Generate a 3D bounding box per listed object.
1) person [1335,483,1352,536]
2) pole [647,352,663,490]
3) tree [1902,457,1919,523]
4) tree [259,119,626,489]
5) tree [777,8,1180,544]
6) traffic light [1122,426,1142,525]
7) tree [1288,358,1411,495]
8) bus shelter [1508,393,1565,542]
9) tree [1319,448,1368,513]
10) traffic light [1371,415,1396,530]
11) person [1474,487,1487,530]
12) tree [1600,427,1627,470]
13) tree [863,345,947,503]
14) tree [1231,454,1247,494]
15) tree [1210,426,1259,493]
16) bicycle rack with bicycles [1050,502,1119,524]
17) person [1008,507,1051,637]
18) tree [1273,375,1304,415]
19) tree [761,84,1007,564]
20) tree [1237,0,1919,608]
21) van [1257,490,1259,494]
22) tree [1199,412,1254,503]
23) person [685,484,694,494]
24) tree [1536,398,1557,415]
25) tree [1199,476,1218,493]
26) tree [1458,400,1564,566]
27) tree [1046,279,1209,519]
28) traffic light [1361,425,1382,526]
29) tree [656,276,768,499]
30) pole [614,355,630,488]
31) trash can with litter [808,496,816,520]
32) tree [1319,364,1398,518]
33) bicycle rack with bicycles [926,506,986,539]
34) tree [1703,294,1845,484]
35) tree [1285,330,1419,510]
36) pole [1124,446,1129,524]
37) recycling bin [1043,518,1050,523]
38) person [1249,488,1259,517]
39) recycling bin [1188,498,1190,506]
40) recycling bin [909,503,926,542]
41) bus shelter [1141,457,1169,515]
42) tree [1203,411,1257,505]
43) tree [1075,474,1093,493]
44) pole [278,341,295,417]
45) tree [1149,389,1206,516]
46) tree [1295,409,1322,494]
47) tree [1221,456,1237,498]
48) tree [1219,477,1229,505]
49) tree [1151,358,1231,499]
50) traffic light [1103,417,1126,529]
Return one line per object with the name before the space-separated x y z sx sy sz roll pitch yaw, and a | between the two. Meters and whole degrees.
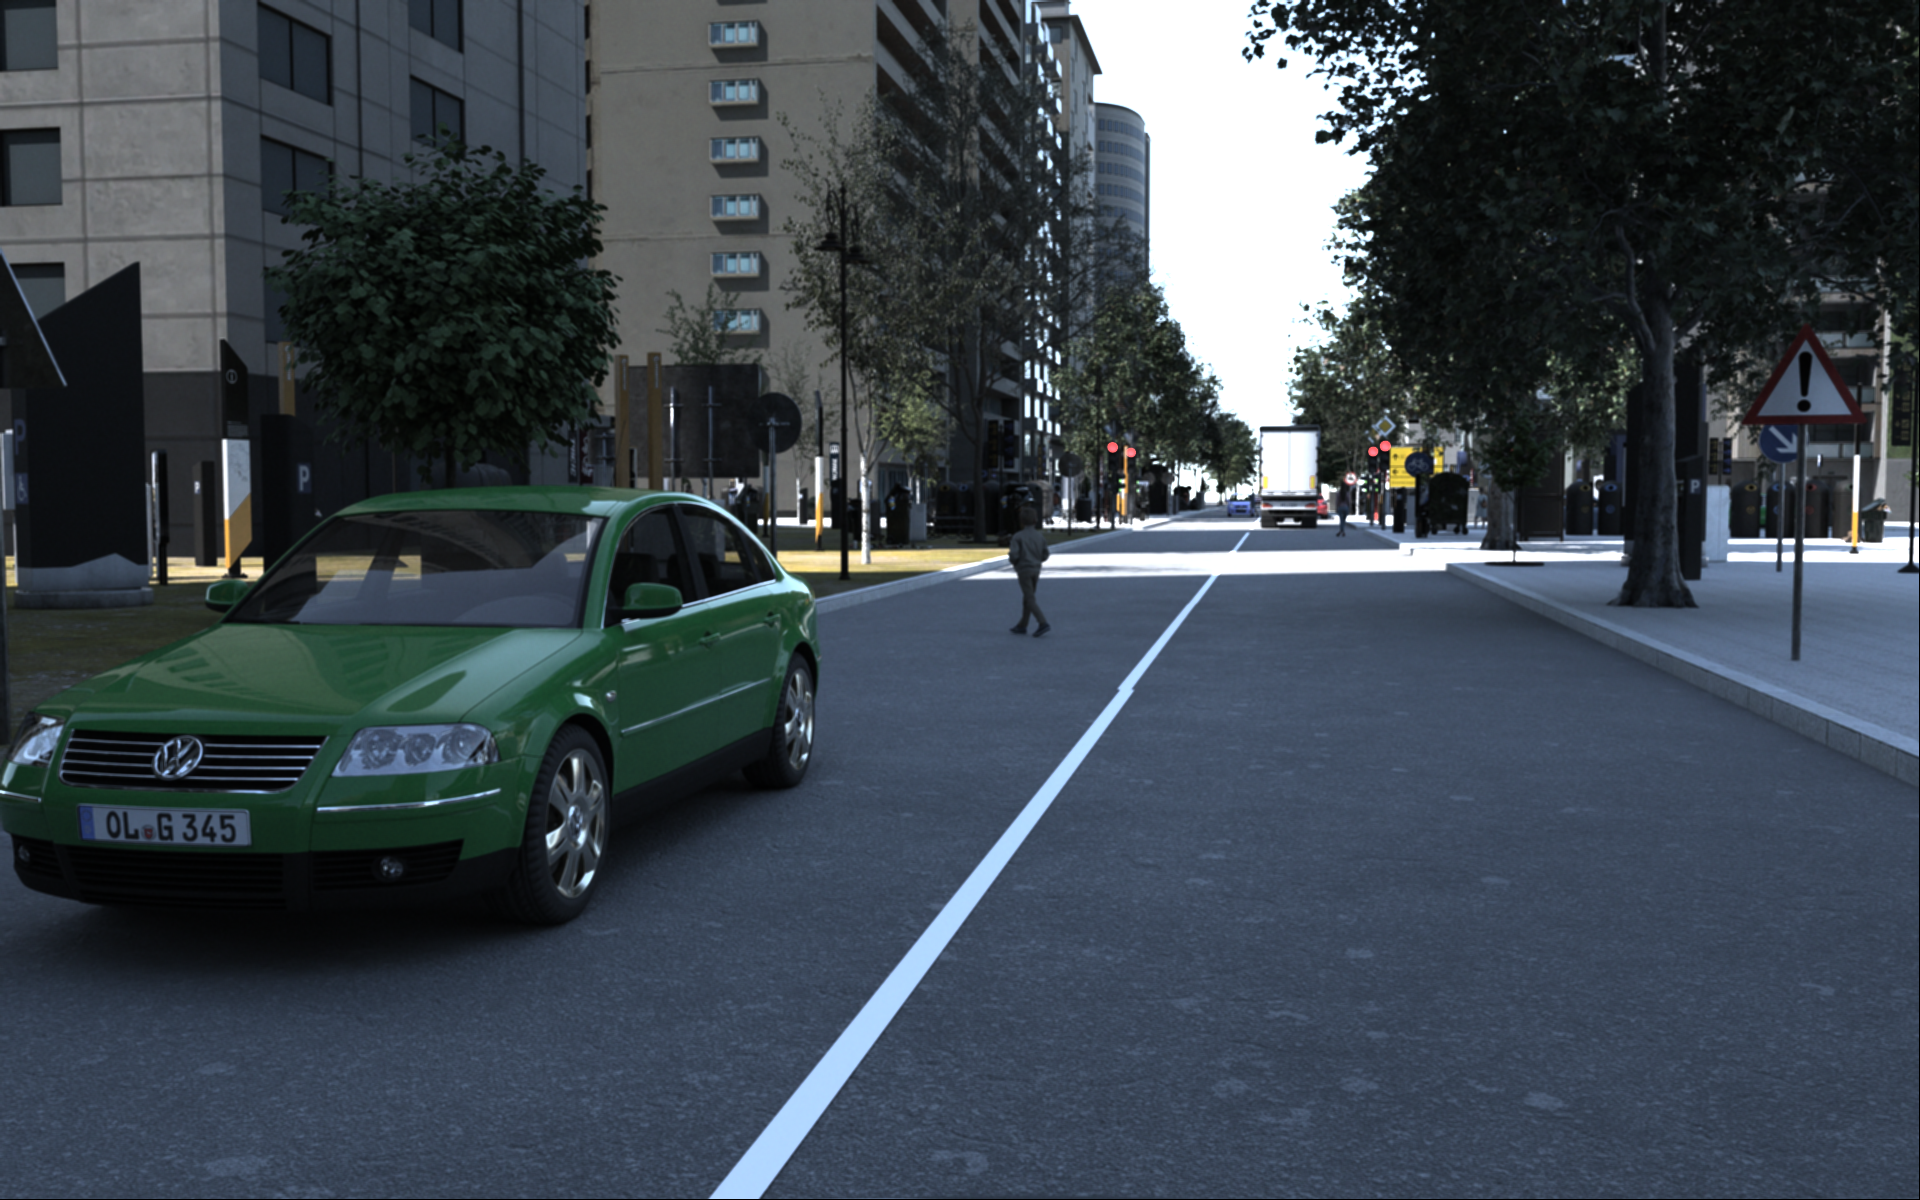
person | 12.964 -3.059 58.529 0.555 1.821 0.388 0 4 -2
pole | -4.404 -1.908 25.044 0.158 3.312 0.155 0 3 0
tree | 42.662 -4.987 76.135 1.663 3.219 1.824 0 3 0
tree | -4.477 -1.939 15.413 4.285 4.588 4.351 0 3 0
tree | 0.370 -8.222 44.798 12.009 13.543 11.850 0 3 0
traffic light | 7.068 -5.031 71.181 0.839 4.253 0.868 1 4 10
tree | 25.045 -10.851 111.831 8.767 10.594 7.601 1 4 10
bus shelter | 16.516 -4.440 50.224 2.179 5.291 8.768 1 4 10
tree | 26.261 -8.274 118.998 4.285 4.588 4.351 0 3 0
traffic light | 15.078 -4.446 61.610 0.839 4.253 0.868 1 4 10
person | 19.798 -3.442 65.777 0.512 1.701 0.522 -2 4 -25
tree | 28.528 -5.411 72.191 4.285 4.588 4.351 0 3 0
tree | -2.502 -8.230 84.924 4.737 8.622 4.395 0 3 0
tree | 44.470 -20.247 281.405 4.360 8.622 3.978 0 3 0
tree | 46.228 -23.483 290.593 9.857 13.997 8.962 0 3 0
bicycle rack with bicycles | 5.297 -3.789 75.327 2.925 0.926 2.852 1 4 18
person | 0.684 -0.289 17.502 0.475 1.303 0.640 -3 5 -44
tree | 51.952 -24.161 250.918 12.611 20.169 13.585 0 3 0
tree | -1.584 -4.956 31.396 4.360 8.622 3.978 0 3 0
tree | 8.027 -6.282 19.724 9.611 12.733 9.660 0 3 0
van | 48.458 -16.690 277.270 2.240 2.365 5.245 1 4 10
tree | 36.885 -19.743 240.931 7.486 12.596 7.792 0 3 0
person | -11.083 -3.815 70.851 0.573 1.828 0.580 -2 4 -35
tree | 23.176 -7.391 71.205 4.360 8.622 3.978 0 3 0
tree | 23.759 -10.680 169.219 1.663 3.219 1.824 0 3 0
tree | 10.046 -2.230 31.054 1.663 3.219 1.824 0 3 0
tree | 9.270 -10.649 91.116 9.611 12.733 9.660 0 3 0
traffic light | 16.524 -4.926 69.463 0.839 4.253 0.868 1 4 10
tree | -8.699 -6.685 59.661 4.737 8.622 4.395 0 3 0
pole | -4.969 -1.937 25.510 0.158 3.312 0.155 0 3 0
trash can with litter | -7.343 -4.463 84.353 0.624 1.170 1.055 3 5 41
tree | 21.244 -8.680 92.286 4.360 8.622 3.978 0 3 0
bicycle rack with bicycles | -0.573 -2.221 49.699 2.925 0.926 2.852 -1 4 -15
tree | 25.481 -6.381 54.698 4.360 8.622 3.978 0 3 0
tree | 28.883 -13.503 127.435 9.857 13.997 8.962 0 3 0
pole | 7.059 -4.871 73.476 0.158 3.312 0.155 0 3 0
recycling bin | 3.630 -3.993 77.847 0.722 1.027 0.722 -3 5 -44
person | 18.036 -5.989 106.449 0.654 1.822 0.581 3 5 41
recycling bin | 18.561 -7.983 143.081 0.722 1.027 0.722 -1 4 -23
recycling bin | -1.291 -2.094 46.784 0.722 1.027 0.722 0 4 -5
bus shelter | 12.579 -7.259 109.965 1.731 3.624 6.357 1 4 10
tree | 31.675 -17.320 208.942 9.928 11.665 9.643 0 3 0
tree | 9.729 -8.654 136.102 1.663 3.219 1.824 0 3 0
pole | -9.030 -1.801 23.294 0.158 3.312 0.155 0 3 0
tree | 12.593 -9.368 103.523 4.360 8.622 3.978 0 3 0
tree | 40.806 -16.537 196.129 9.928 11.665 9.643 0 3 0
tree | 42.550 -19.755 273.352 4.737 8.622 4.395 0 3 0
tree | 29.470 -12.331 196.208 1.663 3.219 1.824 0 3 0
tree | 14.679 -11.259 118.501 7.601 10.594 8.767 1 4 17
traffic light | 5.622 -4.551 63.328 0.839 4.253 0.868 1 4 10
